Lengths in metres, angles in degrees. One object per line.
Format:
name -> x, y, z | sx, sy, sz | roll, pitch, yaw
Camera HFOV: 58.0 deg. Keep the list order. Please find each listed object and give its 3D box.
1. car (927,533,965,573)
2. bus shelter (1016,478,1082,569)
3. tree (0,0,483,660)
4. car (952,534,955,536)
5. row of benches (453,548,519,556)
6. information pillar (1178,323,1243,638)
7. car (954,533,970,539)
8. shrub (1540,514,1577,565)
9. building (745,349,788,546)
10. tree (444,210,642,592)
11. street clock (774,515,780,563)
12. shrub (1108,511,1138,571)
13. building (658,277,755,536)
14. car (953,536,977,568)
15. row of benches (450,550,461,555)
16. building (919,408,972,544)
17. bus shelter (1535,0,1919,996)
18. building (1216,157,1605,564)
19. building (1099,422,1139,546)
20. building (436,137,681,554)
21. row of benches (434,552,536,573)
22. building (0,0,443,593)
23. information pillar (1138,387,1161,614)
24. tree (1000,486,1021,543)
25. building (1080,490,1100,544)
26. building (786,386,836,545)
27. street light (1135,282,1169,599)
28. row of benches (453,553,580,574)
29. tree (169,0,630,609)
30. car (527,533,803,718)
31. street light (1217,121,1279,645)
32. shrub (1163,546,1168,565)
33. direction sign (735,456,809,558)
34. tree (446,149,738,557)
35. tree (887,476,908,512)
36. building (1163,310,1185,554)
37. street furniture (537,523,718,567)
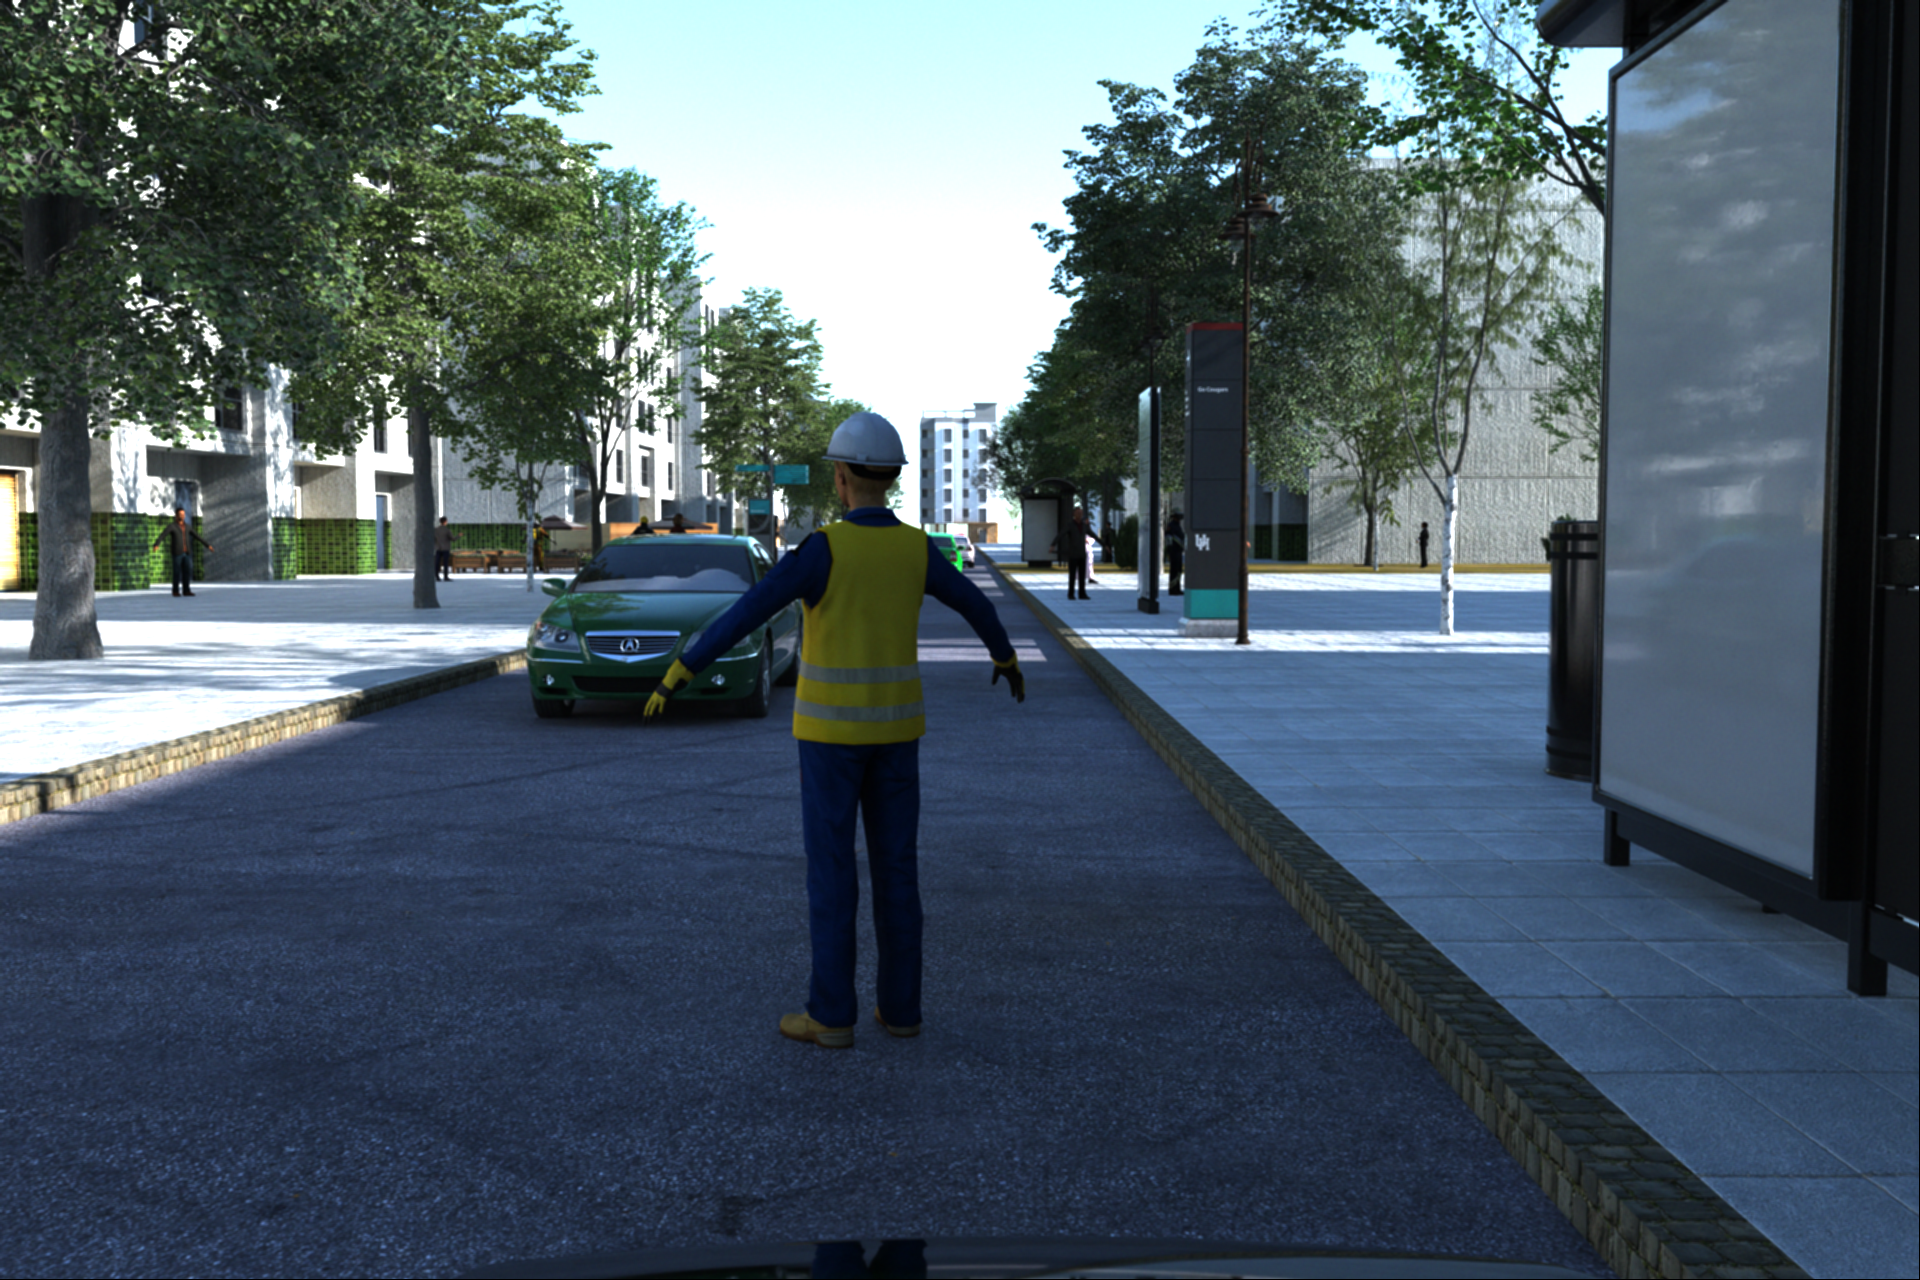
car -> -0.831, -2.477, 49.303 | 1.959, 1.807, 4.718 | 0, 4, 0
bus shelter -> 3.266, -4.338, 64.858 | 2.014, 3.302, 5.546 | 0, 4, -2
tree -> -9.347, -6.785, 17.583 | 9.857, 13.997, 8.962 | 0, 3, 0
car -> -1.025, -8.359, 146.458 | 2.009, 1.686, 4.222 | 0, 4, -1
row of benches -> -20.762, -3.661, 75.319 | 1.422, 0.672, 4.104 | 2, 4, 25
information pillar -> 3.151, -1.970, 21.582 | 0.750, 3.857, 0.750 | 0, 4, 0
car -> -0.177, -9.110, 157.980 | 2.155, 1.783, 4.494 | 0, 4, -1
shrub -> 22.348, -3.660, 63.889 | 1.661, 2.075, 1.752 | 0, 3, 0
building -> -24.028, -19.630, 177.370 | 16.016, 20.090, 11.380 | 0, 4, 1
tree -> -9.327, -5.376, 38.253 | 4.737, 8.622, 4.395 | 0, 3, 0
street clock -> -7.012, -3.738, 65.692 | 0.358, 2.002, 0.471 | 0, 4, 1
shrub -> 6.079, -3.461, 60.621 | 1.661, 2.075, 1.752 | 0, 3, 0
building -> -26.210, -16.442, 135.283 | 16.747, 18.905, 31.486 | 0, 4, 0
car -> -0.309, -3.866, 75.564 | 2.083, 1.381, 4.827 | 0, 4, 0
row of benches -> -21.005, -3.276, 69.020 | 1.422, 0.672, 4.104 | 0, 4, 7
building -> -5.484, -23.999, 251.252 | 11.380, 20.090, 16.016 | -1, 4, -9
bus shelter -> 3.293, -1.682, 5.138 | 2.179, 5.291, 8.768 | 0, 4, 0
building -> 23.514, -13.678, 90.100 | 16.747, 18.905, 31.486 | 0, 4, 0
building -> 24.672, -19.582, 186.621 | 16.747, 18.905, 31.486 | 0, 3, 0
building -> -26.032, -13.869, 93.215 | 16.747, 18.905, 31.486 | 0, 4, 0
row of benches -> -16.046, -2.623, 58.355 | 4.104, 0.672, 1.422 | 1, 4, 21
building -> -27.251, -11.045, 47.042 | 16.747, 18.905, 31.486 | 0, 3, 0
information pillar -> 3.102, -2.271, 28.451 | 0.184, 3.620, 1.656 | 0, 4, 0
tree -> 8.372, -18.373, 250.760 | 4.360, 8.622, 3.978 | 0, 3, 0
building -> 20.825, -17.212, 223.561 | 9.099, 9.664, 28.070 | 0, 4, 0
building -> -25.441, -23.501, 215.170 | 19.493, 23.208, 18.063 | 0, 4, 1
street light -> 3.533, -3.622, 32.007 | 0.468, 5.910, 1.993 | 0, 4, 0
row of benches -> -14.437, -2.482, 56.052 | 4.104, 0.672, 1.422 | 0, 4, -4
tree -> -9.703, -6.821, 29.645 | 7.486, 12.596, 7.792 | 0, 3, 0
car -> -2.413, -0.197, 15.027 | 2.131, 1.459, 4.920 | 0, 3, 0
street light -> 3.292, -2.887, 19.986 | 0.468, 5.910, 1.993 | 0, 4, 0
shrub -> 7.698, -3.470, 67.855 | 1.383, 1.207, 1.383 | 0, 3, 0
direction sign -> -6.468, -4.366, 60.153 | 2.525, 3.948, 1.411 | 0, 4, -1
tree -> -9.760, -7.380, 46.422 | 9.928, 11.665, 9.643 | 0, 3, 0
tree -> -11.431, -19.772, 249.025 | 9.928, 11.665, 9.643 | 0, 3, 0
building -> 22.893, -17.696, 120.261 | 19.493, 23.208, 18.063 | 0, 4, 0
street furniture -> -13.769, -3.820, 69.303 | 9.812, 1.723, 11.010 | -3, 5, -42
